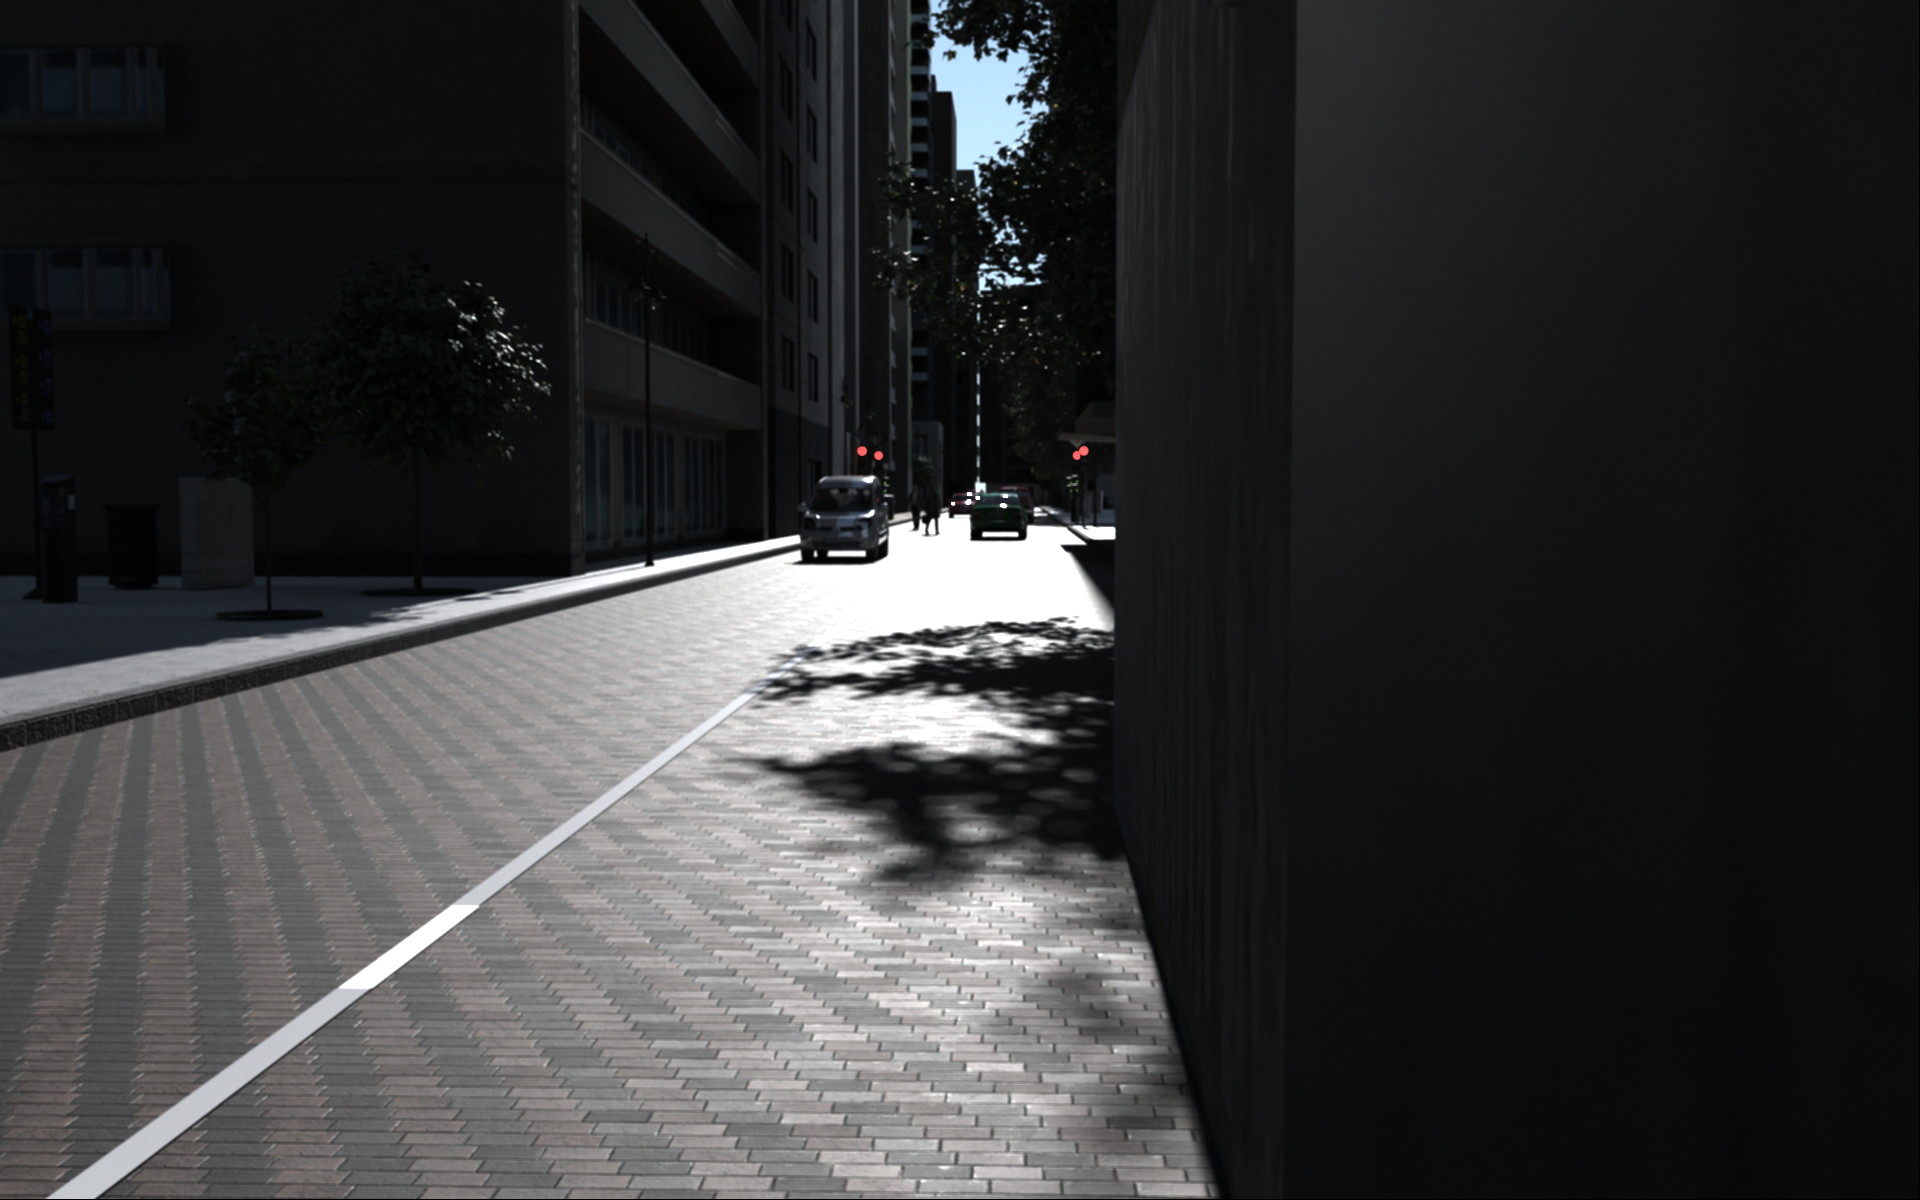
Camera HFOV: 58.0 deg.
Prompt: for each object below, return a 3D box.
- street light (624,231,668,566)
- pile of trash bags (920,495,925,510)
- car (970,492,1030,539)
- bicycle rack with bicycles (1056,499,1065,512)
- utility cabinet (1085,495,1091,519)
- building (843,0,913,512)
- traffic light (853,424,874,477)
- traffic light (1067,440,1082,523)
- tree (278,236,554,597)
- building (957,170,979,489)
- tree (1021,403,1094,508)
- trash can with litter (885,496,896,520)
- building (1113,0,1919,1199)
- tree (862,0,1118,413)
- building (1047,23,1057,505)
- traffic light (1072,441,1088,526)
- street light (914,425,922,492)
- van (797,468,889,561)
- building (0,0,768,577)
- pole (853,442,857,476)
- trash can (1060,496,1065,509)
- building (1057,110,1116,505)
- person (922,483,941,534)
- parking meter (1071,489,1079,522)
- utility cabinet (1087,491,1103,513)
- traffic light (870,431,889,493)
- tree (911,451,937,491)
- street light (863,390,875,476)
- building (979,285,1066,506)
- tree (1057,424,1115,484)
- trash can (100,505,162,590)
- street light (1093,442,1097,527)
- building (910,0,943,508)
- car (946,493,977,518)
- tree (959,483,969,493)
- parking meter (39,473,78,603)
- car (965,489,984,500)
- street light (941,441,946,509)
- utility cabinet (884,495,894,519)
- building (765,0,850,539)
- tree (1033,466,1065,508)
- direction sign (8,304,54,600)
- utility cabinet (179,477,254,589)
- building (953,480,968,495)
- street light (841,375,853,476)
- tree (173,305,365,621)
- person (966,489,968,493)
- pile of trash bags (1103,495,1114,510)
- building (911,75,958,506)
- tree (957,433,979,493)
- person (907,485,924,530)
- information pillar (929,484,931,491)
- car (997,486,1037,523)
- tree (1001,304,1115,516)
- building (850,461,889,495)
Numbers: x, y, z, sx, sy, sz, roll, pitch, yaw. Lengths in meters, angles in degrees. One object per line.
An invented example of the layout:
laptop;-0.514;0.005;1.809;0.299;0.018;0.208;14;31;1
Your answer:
street light;-5.546;-3.547;30.780;0.468;5.910;1.993;0;4;2
pile of trash bags;-3.356;-7.851;138.109;1.912;1.369;3.447;2;4;30
car;1.300;-2.925;56.616;1.959;1.807;4.718;0;4;3
bicycle rack with bicycles;8.211;-6.870;125.710;2.852;0.926;2.925;-2;4;-24
utility cabinet;6.730;-4.902;91.314;0.306;1.237;1.020;0;4;7
building;-10.792;-26.730;120.622;14.154;41.232;14.086;0;4;2
traffic light;-3.841;-4.886;68.808;0.839;4.253;0.868;0;4;2
traffic light;5.142;-5.357;76.503;0.839;4.253;0.868;0;4;2
tree;-6.935;-2.352;22.171;4.285;4.588;4.351;0;3;0
building;-8.242;-38.064;246.052;21.600;48.544;21.300;0;4;2
tree;8.348;-14.052;147.871;7.486;12.596;7.792;0;3;0
trash can with litter;-3.524;-4.524;85.347;0.624;1.170;1.055;0;4;4
building;7.779;-19.852;8.178;14.154;41.232;14.086;0;4;2
tree;3.943;-6.499;23.273;9.611;12.733;9.660;0;3;0
building;21.311;-40.996;212.289;21.231;58.520;28.212;0;4;2
traffic light;4.865;-4.869;68.523;0.839;4.253;0.868;0;4;2
street light;-2.770;-8.620;113.730;0.468;5.910;1.993;0;4;2
van;-2.533;-1.927;38.511;2.013;2.044;4.112;0;4;2
building;-16.288;-25.226;36.143;21.300;48.544;21.600;0;4;2
pole;-4.067;-4.497;67.369;0.158;3.312;0.155;0;3;0
trash can;8.613;-8.104;144.156;0.748;1.137;0.748;0;3;0
building;23.929;-35.475;169.249;28.713;52.752;27.495;0;4;2
person;-0.971;-3.243;61.630;0.694;1.812;0.767;-2;4;-27
parking meter;5.254;-4.316;78.983;0.372;1.533;0.369;0;3;0
utility cabinet;8.782;-6.432;113.838;1.173;1.500;0.318;2;4;28
traffic light;-3.564;-5.374;76.788;0.839;4.253;0.868;0;4;2
tree;-3.424;-9.001;130.884;4.285;4.588;4.351;0;3;0
street light;-4.031;-6.377;77.048;0.468;5.910;1.993;0;4;2
building;9.646;-28.776;242.183;14.107;30.474;14.160;0;4;2
tree;8.358;-10.916;128.846;4.737;8.622;4.395;0;3;0
trash can;-11.181;-0.719;23.401;0.748;1.137;0.748;0;3;0
street light;5.292;-5.803;67.674;0.468;5.910;1.993;0;4;2
building;-12.538;-52.190;165.970;22.319;86.520;31.000;0;4;2
car;0.243;-5.858;104.811;2.155;1.783;4.494;0;4;2
tree;0.372;-14.367;229.494;1.663;3.219;1.824;0;3;0
parking meter;-10.657;-0.738;20.470;0.372;1.533;0.369;0;3;0
car;1.148;-7.923;138.209;2.281;1.827;5.304;0;4;0
street light;-1.444;-10.855;150.272;0.468;5.910;1.993;0;4;2
utility cabinet;-3.860;-4.669;87.504;1.020;1.237;0.306;-2;4;-24
building;-15.079;-37.901;57.940;20.611;71.187;20.563;0;4;2
tree;8.243;-10.498;155.356;4.285;4.588;4.351;0;3;0
direction sign;-11.277;-1.781;21.109;0.379;3.537;0.876;0;4;1
utility cabinet;-10.100;-0.912;23.585;0.318;1.500;1.173;1;4;12
building;-13.727;-34.374;216.646;28.867;44.769;22.147;0;4;2
street light;-4.434;-5.762;66.995;0.468;5.910;1.993;0;4;2
tree;-7.299;-1.425;17.900;1.663;3.219;1.824;0;3;0
person;0.545;-6.993;123.241;0.834;1.777;0.661;-1;4;-18
pile of trash bags;12.946;-8.284;145.190;1.912;1.369;3.447;1;4;20
building;-7.523;-32.998;189.626;14.600;45.320;14.200;0;4;2
tree;0.185;-15.320;200.837;4.737;8.622;4.395;0;3;0
person;-1.786;-3.693;69.276;0.661;1.777;0.834;0;4;1
information pillar;-1.955;-7.130;121.065;0.304;2.012;0.304;1;4;13
car;2.692;-4.757;86.458;2.281;1.827;5.304;0;4;3
tree;7.587;-13.043;119.914;9.857;13.997;8.962;0;3;0
building;-20.407;-24.593;93.980;32.217;40.220;23.993;0;4;2
